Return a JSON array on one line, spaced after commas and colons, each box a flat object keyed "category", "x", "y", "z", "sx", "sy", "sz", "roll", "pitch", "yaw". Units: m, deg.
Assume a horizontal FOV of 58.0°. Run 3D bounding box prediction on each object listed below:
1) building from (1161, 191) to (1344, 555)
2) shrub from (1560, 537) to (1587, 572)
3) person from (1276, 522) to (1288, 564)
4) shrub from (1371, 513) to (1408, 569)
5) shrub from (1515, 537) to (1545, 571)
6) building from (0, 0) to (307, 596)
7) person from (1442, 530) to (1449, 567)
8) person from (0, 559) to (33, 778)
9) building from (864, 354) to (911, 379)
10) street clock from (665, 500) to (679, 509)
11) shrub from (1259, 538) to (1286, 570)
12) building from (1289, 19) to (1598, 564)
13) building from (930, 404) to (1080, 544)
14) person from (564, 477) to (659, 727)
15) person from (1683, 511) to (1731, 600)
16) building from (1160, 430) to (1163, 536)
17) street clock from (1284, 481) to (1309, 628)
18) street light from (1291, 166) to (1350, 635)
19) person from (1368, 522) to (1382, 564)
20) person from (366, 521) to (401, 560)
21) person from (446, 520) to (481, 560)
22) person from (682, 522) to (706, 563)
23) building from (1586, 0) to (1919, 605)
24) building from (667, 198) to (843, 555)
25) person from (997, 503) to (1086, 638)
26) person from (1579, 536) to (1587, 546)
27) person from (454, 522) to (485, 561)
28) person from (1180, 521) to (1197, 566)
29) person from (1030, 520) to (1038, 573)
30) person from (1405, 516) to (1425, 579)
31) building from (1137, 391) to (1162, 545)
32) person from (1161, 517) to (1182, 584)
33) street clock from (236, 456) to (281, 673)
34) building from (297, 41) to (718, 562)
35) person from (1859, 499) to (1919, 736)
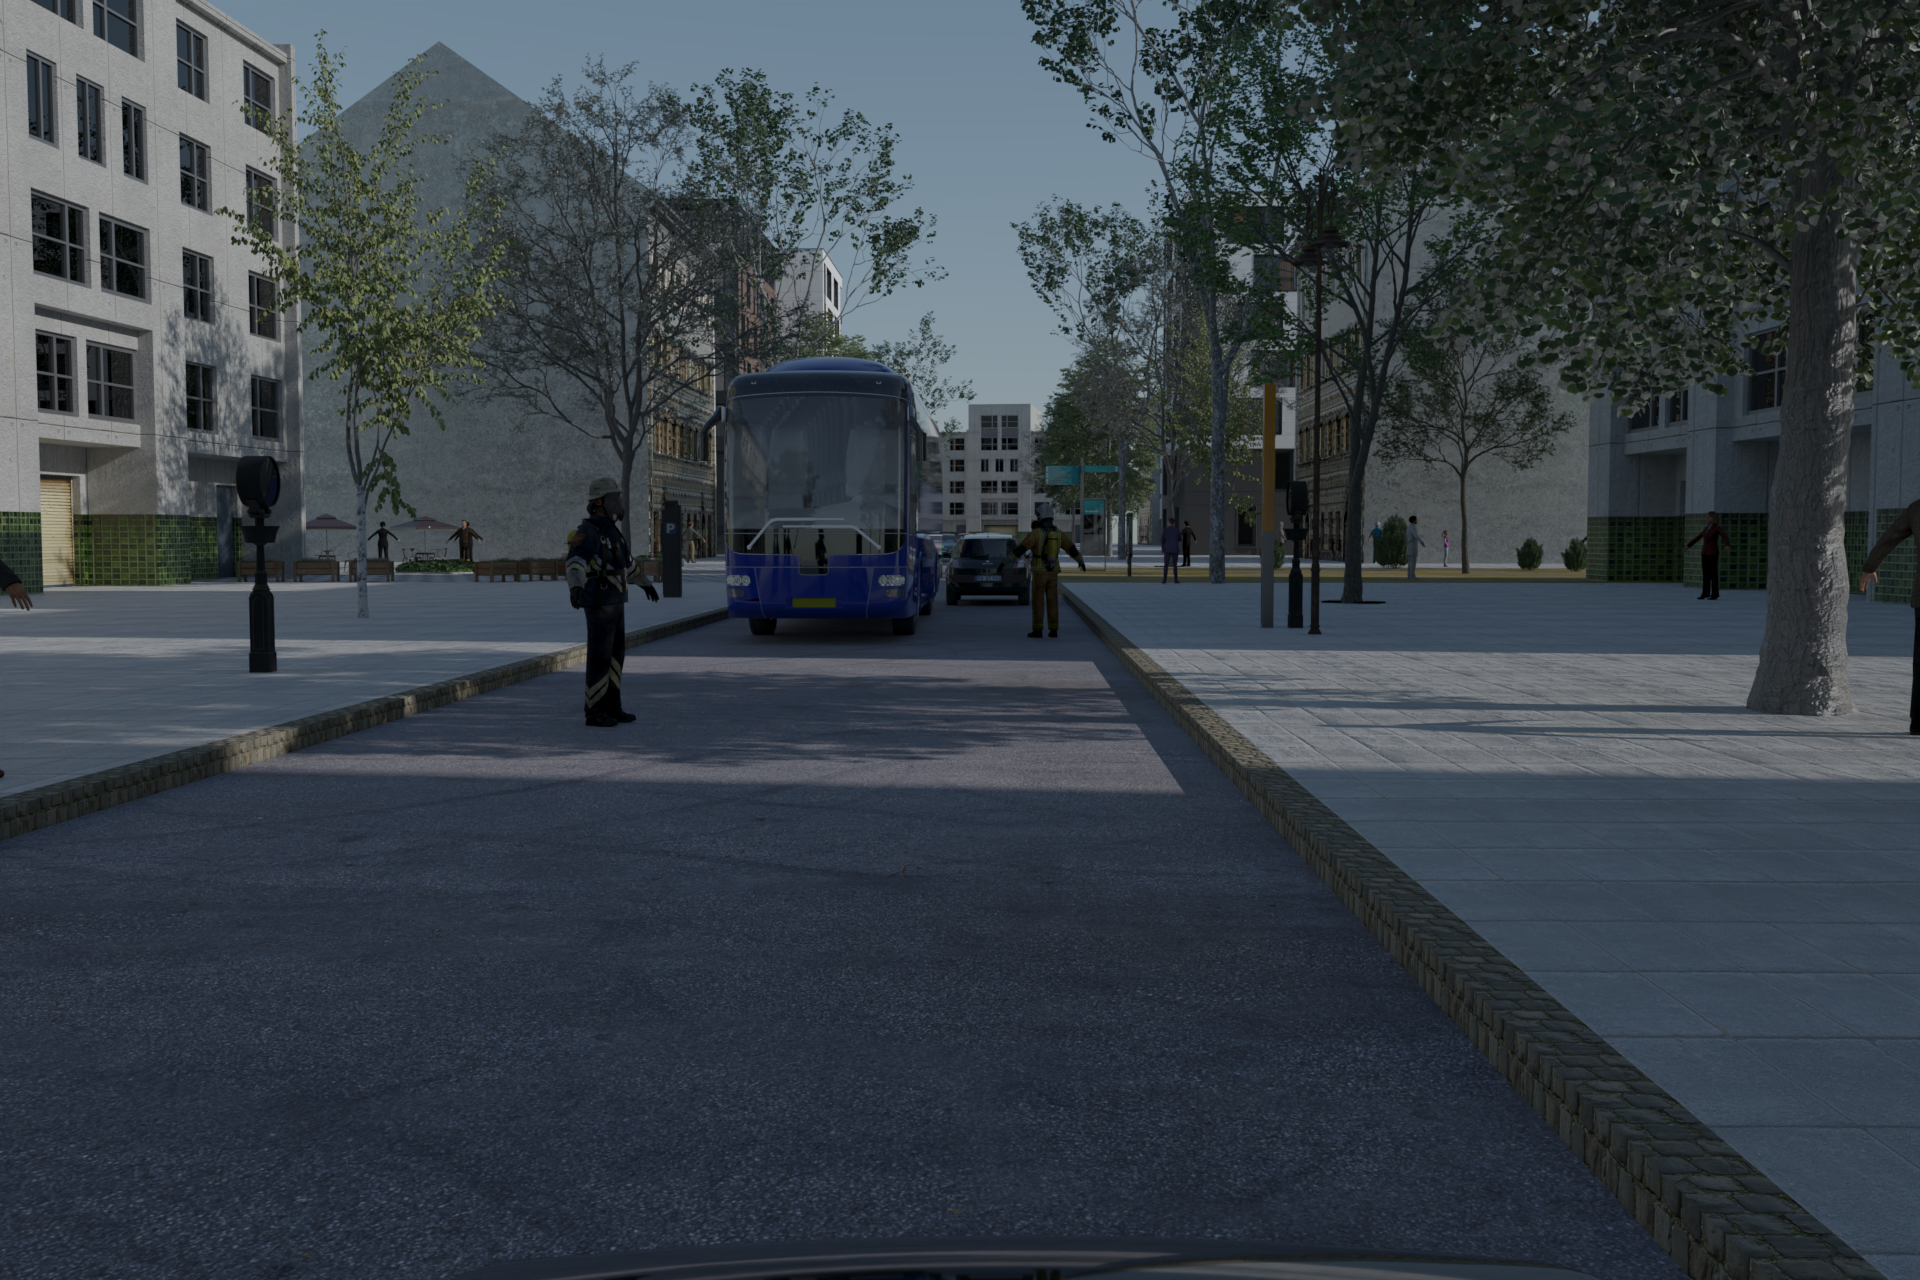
[{"category": "building", "x": 27.713, "y": -16.859, "z": 119.624, "sx": 27.936, "sy": 21.610, "sz": 32.646, "roll": 0, "pitch": 4, "yaw": 1}, {"category": "shrub", "x": 21.101, "y": -2.948, "z": 59.319, "sx": 1.383, "sy": 1.207, "sz": 1.383, "roll": 0, "pitch": 3, "yaw": 0}, {"category": "person", "x": 13.809, "y": -4.180, "z": 74.477, "sx": 0.705, "sy": 1.813, "sz": 1.348, "roll": 0, "pitch": 4, "yaw": -4}, {"category": "shrub", "x": 16.119, "y": -3.685, "z": 64.295, "sx": 1.661, "sy": 2.075, "sz": 1.752, "roll": 0, "pitch": 3, "yaw": 0}, {"category": "shrub", "x": 20.060, "y": -3.048, "z": 60.950, "sx": 1.383, "sy": 1.207, "sz": 1.383, "roll": 0, "pitch": 3, "yaw": 0}, {"category": "building", "x": -28.284, "y": -10.344, "z": 35.575, "sx": 16.747, "sy": 18.905, "sz": 31.486, "roll": 0, "pitch": 4, "yaw": 2}, {"category": "person", "x": 19.087, "y": -3.581, "z": 67.809, "sx": 0.599, "sy": 1.433, "sz": 0.991, "roll": 1, "pitch": 4, "yaw": 18}, {"category": "person", "x": -5.265, "y": -0.183, "z": 9.055, "sx": 1.348, "sy": 1.821, "sz": 0.705, "roll": 3, "pitch": 4, "yaw": 38}, {"category": "building", "x": -20.607, "y": -22.524, "z": 212.235, "sx": 27.936, "sy": 21.610, "sz": 32.646, "roll": 0, "pitch": 4, "yaw": 1}, {"category": "street clock", "x": -6.183, "y": -1.997, "z": 37.220, "sx": 0.358, "sy": 2.002, "sz": 0.471, "roll": 0, "pitch": 4, "yaw": 2}, {"category": "shrub", "x": 11.031, "y": -3.060, "z": 61.142, "sx": 1.383, "sy": 1.207, "sz": 1.383, "roll": 0, "pitch": 3, "yaw": 0}, {"category": "building", "x": 27.007, "y": -15.445, "z": 83.457, "sx": 19.493, "sy": 23.208, "sz": 18.063, "roll": 0, "pitch": 4, "yaw": 2}, {"category": "building", "x": 2.266, "y": -22.834, "z": 242.242, "sx": 31.486, "sy": 18.905, "sz": 16.747, "roll": 0, "pitch": 4, "yaw": 8}, {"category": "person", "x": -2.643, "y": -0.292, "z": 13.009, "sx": 0.705, "sy": 1.856, "sz": 1.354, "roll": 1, "pitch": 4, "yaw": 14}, {"category": "person", "x": 14.560, "y": -1.647, "z": 33.739, "sx": 0.721, "sy": 1.729, "sz": 1.215, "roll": -1, "pitch": 4, "yaw": -18}, {"category": "building", "x": 27.367, "y": -20.513, "z": 191.808, "sx": 16.016, "sy": 20.090, "sz": 11.380, "roll": 0, "pitch": 4, "yaw": 1}, {"category": "street clock", "x": 4.588, "y": -1.166, "z": 23.641, "sx": 0.358, "sy": 2.002, "sz": 0.471, "roll": 0, "pitch": 4, "yaw": 2}, {"category": "street light", "x": 4.544, "y": -3.010, "z": 22.007, "sx": 0.468, "sy": 5.910, "sz": 1.993, "roll": 0, "pitch": 4, "yaw": 1}, {"category": "person", "x": 17.924, "y": -4.168, "z": 74.281, "sx": 0.704, "sy": 1.817, "sz": 1.347, "roll": -2, "pitch": 4, "yaw": -30}, {"category": "person", "x": -20.773, "y": -3.403, "z": 62.361, "sx": 1.216, "sy": 1.740, "sz": 0.721, "roll": -1, "pitch": 4, "yaw": -18}, {"category": "person", "x": -18.315, "y": -3.536, "z": 63.949, "sx": 1.346, "sy": 1.812, "sz": 0.704, "roll": 0, "pitch": 4, "yaw": 7}, {"category": "person", "x": -11.901, "y": -4.297, "z": 76.528, "sx": 1.348, "sy": 1.796, "sz": 0.705, "roll": 1, "pitch": 4, "yaw": 16}, {"category": "building", "x": 25.584, "y": -10.119, "z": 31.909, "sx": 16.747, "sy": 18.905, "sz": 31.486, "roll": 0, "pitch": 4, "yaw": 1}, {"category": "building", "x": -23.743, "y": -17.023, "z": 122.298, "sx": 27.936, "sy": 21.610, "sz": 32.646, "roll": 0, "pitch": 4, "yaw": 2}, {"category": "person", "x": 1.167, "y": -0.964, "z": 23.995, "sx": 1.354, "sy": 1.858, "sz": 0.705, "roll": -1, "pitch": 4, "yaw": -23}, {"category": "person", "x": 19.976, "y": -2.930, "z": 53.841, "sx": 1.347, "sy": 1.837, "sz": 0.705, "roll": 2, "pitch": 4, "yaw": 24}, {"category": "person", "x": -21.082, "y": -4.164, "z": 74.313, "sx": 1.346, "sy": 1.802, "sz": 0.704, "roll": 0, "pitch": 4, "yaw": 1}, {"category": "person", "x": 8.953, "y": -3.820, "z": 68.637, "sx": 1.347, "sy": 1.806, "sz": 0.705, "roll": -3, "pitch": 5, "yaw": -40}, {"category": "person", "x": 2.224, "y": -2.514, "z": 49.710, "sx": 0.704, "sy": 1.843, "sz": 1.345, "roll": 1, "pitch": 4, "yaw": 22}, {"category": "person", "x": 12.884, "y": -2.630, "z": 49.191, "sx": 0.705, "sy": 1.806, "sz": 1.347, "roll": 0, "pitch": 4, "yaw": -4}, {"category": "building", "x": 30.995, "y": -22.823, "z": 204.078, "sx": 19.493, "sy": 23.208, "sz": 18.063, "roll": 0, "pitch": 4, "yaw": 1}, {"category": "person", "x": 5.478, "y": -2.318, "z": 44.866, "sx": 0.541, "sy": 1.710, "sz": 0.530, "roll": 1, "pitch": 4, "yaw": 13}, {"category": "street clock", "x": -6.482, "y": -0.702, "z": 16.052, "sx": 0.358, "sy": 2.002, "sz": 0.471, "roll": 0, "pitch": 4, "yaw": 0}, {"category": "building", "x": -23.023, "y": -15.654, "z": 86.876, "sx": 19.493, "sy": 23.208, "sz": 18.063, "roll": 0, "pitch": 4, "yaw": 1}, {"category": "person", "x": 6.245, "y": -0.291, "z": 10.938, "sx": 0.705, "sy": 1.807, "sz": 1.348, "roll": -2, "pitch": 4, "yaw": -26}]
